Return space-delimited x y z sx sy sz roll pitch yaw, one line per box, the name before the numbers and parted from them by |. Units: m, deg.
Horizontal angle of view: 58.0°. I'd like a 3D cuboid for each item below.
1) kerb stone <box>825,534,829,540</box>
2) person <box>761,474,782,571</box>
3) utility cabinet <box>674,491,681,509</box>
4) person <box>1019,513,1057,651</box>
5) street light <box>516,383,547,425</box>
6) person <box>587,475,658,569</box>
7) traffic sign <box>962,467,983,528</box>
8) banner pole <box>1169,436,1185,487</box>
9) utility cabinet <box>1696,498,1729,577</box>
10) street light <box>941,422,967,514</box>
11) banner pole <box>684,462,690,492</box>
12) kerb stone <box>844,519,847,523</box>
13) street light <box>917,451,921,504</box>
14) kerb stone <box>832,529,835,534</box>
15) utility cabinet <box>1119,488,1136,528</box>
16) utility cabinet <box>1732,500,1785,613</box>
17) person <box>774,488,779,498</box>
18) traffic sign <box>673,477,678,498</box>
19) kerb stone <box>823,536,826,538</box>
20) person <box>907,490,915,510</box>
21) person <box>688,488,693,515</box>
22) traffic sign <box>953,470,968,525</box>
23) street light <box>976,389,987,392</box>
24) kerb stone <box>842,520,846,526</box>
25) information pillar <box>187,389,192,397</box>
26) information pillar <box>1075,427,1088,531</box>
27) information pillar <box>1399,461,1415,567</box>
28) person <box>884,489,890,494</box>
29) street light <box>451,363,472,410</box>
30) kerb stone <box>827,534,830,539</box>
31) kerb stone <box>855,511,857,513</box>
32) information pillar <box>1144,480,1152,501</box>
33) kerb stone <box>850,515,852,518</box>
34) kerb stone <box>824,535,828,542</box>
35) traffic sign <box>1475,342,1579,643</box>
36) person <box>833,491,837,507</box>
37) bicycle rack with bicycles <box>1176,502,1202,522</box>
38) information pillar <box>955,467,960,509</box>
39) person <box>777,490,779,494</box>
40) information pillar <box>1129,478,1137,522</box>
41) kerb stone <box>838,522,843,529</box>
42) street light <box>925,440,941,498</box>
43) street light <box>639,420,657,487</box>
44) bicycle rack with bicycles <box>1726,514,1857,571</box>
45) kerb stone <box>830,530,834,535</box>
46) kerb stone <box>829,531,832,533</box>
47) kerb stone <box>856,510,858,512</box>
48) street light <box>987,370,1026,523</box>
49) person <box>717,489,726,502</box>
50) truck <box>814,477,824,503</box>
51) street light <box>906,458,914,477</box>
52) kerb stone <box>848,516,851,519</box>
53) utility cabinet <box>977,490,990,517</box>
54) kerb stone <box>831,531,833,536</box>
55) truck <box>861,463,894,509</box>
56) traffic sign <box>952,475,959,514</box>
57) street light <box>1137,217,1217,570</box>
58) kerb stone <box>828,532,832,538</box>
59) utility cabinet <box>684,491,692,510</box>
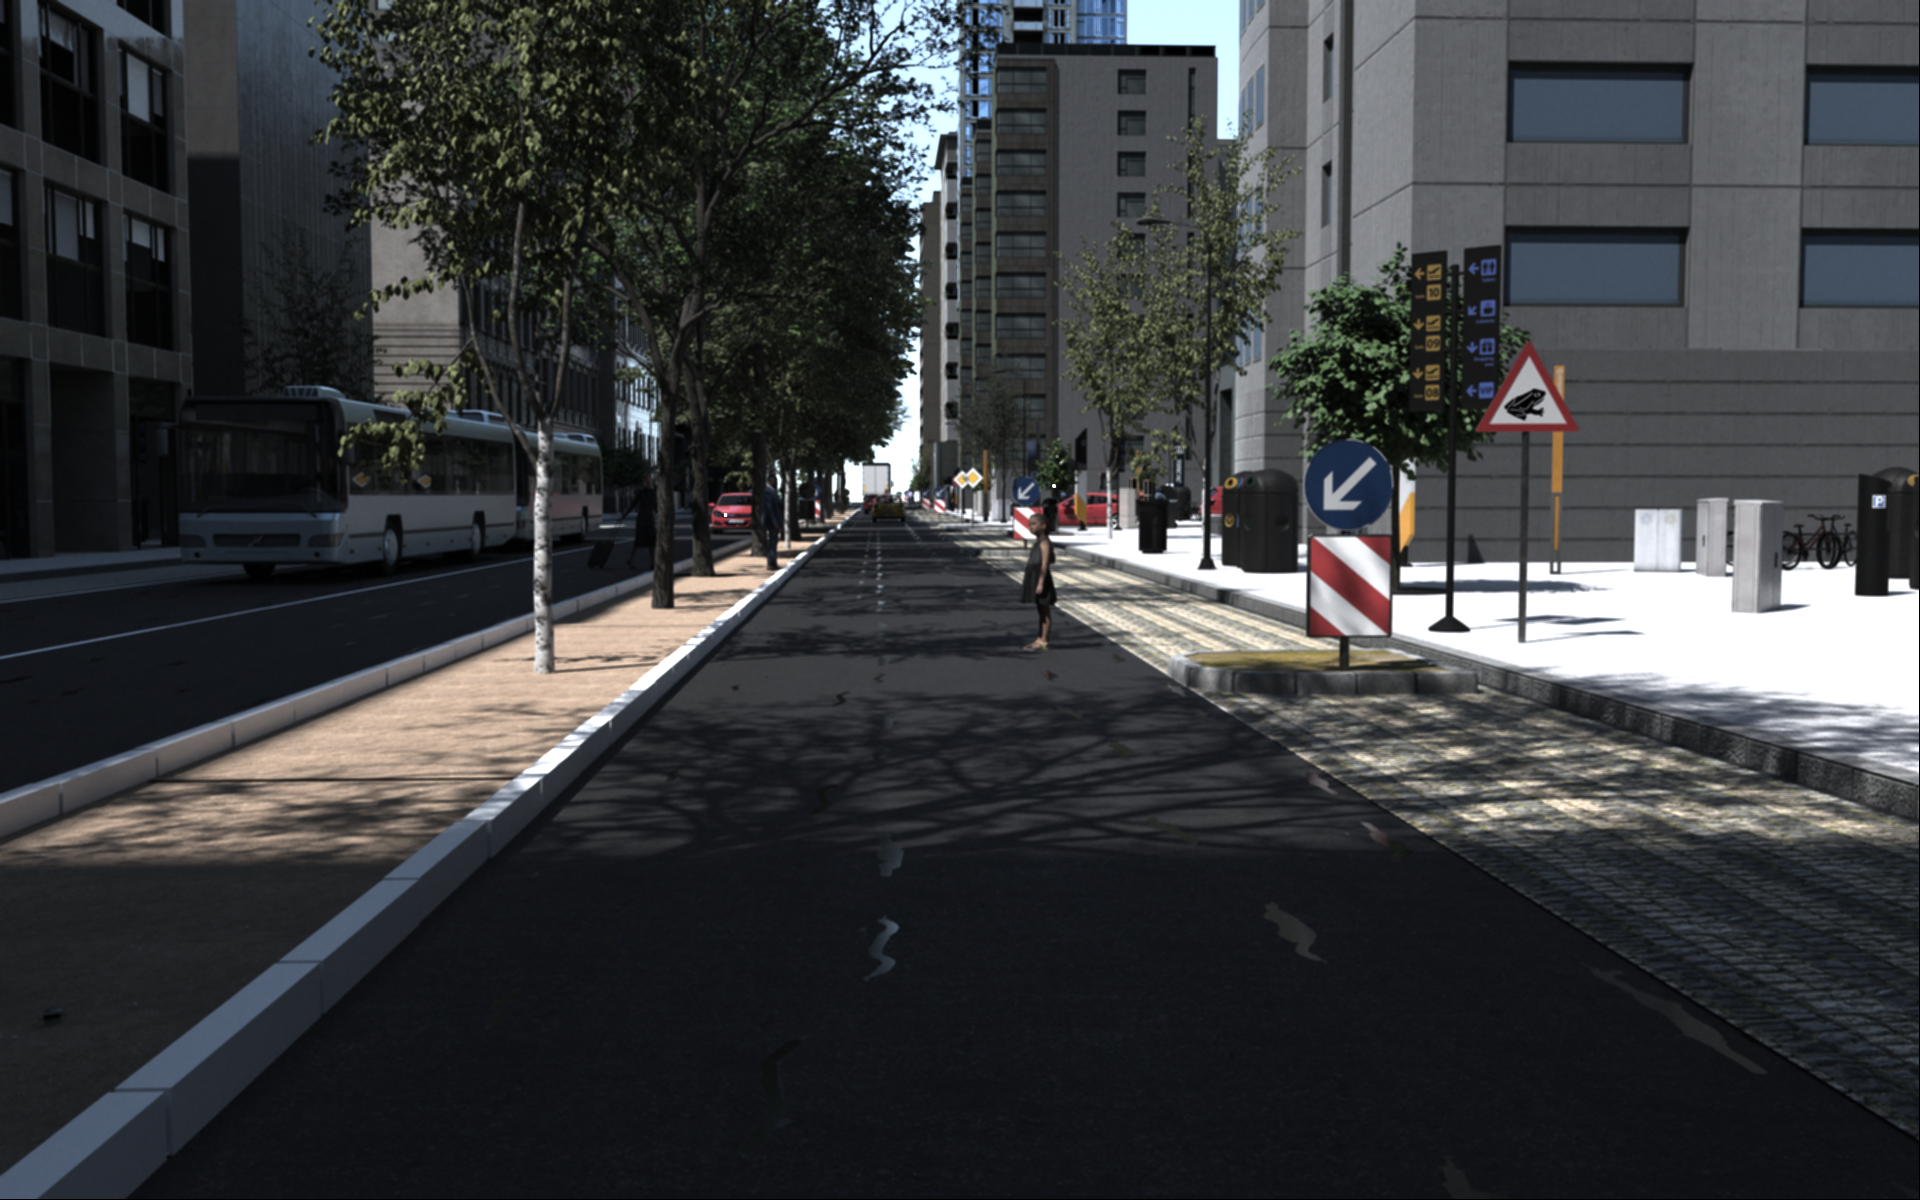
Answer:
kerb stone | -4.040 -1.784 51.360 0.120 0.150 1.000 0 4 -3
person | -3.518 -1.455 32.476 0.419 1.800 0.721 -1 4 -9
utility cabinet | -23.618 -8.303 144.433 0.318 1.500 1.173 -2 4 -32
person | 0.712 -0.167 15.908 0.373 1.253 0.362 -1 4 -11
street light | -17.897 -6.096 72.214 1.470 5.913 1.316 0 4 -3
person | -6.358 -1.503 33.285 1.509 1.804 0.699 1 4 22
traffic sign | 0.483 -3.744 64.851 0.795 2.450 0.064 0 4 -3
banner pole | 9.215 -5.149 74.206 0.863 3.779 0.401 1 4 16
utility cabinet | 11.806 -0.983 27.227 0.306 1.237 1.020 1 4 14
street light | -0.297 -8.555 112.413 1.470 5.913 1.316 0 4 -3
banner pole | -21.551 -8.956 136.455 0.401 3.779 0.863 2 4 33
kerb stone | -5.393 -3.506 79.513 0.120 0.150 1.000 0 4 -3
street light | -3.972 -13.181 188.044 1.470 5.913 1.316 0 4 -3
kerb stone | -4.382 -2.222 58.529 0.120 0.150 1.000 0 4 -3
utility cabinet | 6.223 -3.401 64.277 0.318 1.500 1.173 -1 4 -11
utility cabinet | 8.781 -0.482 19.039 0.306 1.237 1.020 3 4 38
person | -10.506 -5.470 97.732 0.655 1.846 0.447 1 4 22
traffic sign | -21.007 -7.749 126.804 0.768 2.556 0.104 0 4 3
kerb stone | -3.950 -1.655 49.309 0.120 0.150 1.000 0 4 -3
person | -4.255 -8.793 152.127 0.709 1.838 0.599 2 4 27
person | -17.976 -6.627 116.689 0.795 1.843 0.661 3 4 38
traffic sign | 0.101 -4.231 72.826 0.795 2.450 0.064 0 4 -3
street light | 1.406 -6.372 76.723 1.470 5.913 1.316 0 4 -3
kerb stone | -5.299 -3.372 77.472 0.120 0.150 1.000 0 4 -3
information pillar | -17.186 -2.897 38.724 0.183 3.616 0.504 -2 4 -26
information pillar | 4.239 -4.234 60.574 0.504 3.616 0.183 -3 4 -38
information pillar | 7.869 -2.393 30.480 0.183 3.616 0.504 -1 4 -10
person | -5.456 -7.441 130.140 0.580 1.828 0.573 1 4 21
street light | -17.245 -5.397 60.778 1.470 5.913 1.316 0 4 -3
kerb stone | -4.093 -1.844 52.381 0.120 0.150 1.000 0 4 -3
kerb stone | -7.159 -5.760 116.378 0.120 0.150 1.000 0 4 -3
information pillar | 9.912 -5.306 91.241 0.304 2.012 0.304 -3 4 -36
kerb stone | -6.132 -4.443 94.872 0.120 0.150 1.000 0 4 -3
kerb stone | -3.998 -1.721 50.330 0.120 0.150 1.000 0 4 -3
traffic sign | 4.847 -0.909 14.870 0.884 2.594 0.081 0 4 -1
person | -13.550 -11.046 189.198 1.348 1.812 0.705 -2 4 -24
bicycle rack with bicycles | 11.530 -4.167 81.518 2.925 0.926 2.852 -1 4 -14
information pillar | -0.233 -9.519 146.984 0.504 3.616 0.183 -2 4 -33
person | -15.276 -8.304 144.692 0.534 1.772 0.576 -1 4 -19
information pillar | 7.928 -4.579 79.356 0.304 2.012 0.304 -1 4 -19
kerb stone | -5.045 -3.067 72.354 0.120 0.150 1.000 0 4 -3
street light | -2.265 -10.989 152.205 1.470 5.913 1.316 0 4 -3
street light | -19.606 -8.347 109.014 1.470 5.913 1.316 0 4 -3
bicycle rack with bicycles | 14.627 -1.041 30.398 2.925 0.926 2.852 -1 4 -19
kerb stone | -4.339 -2.159 57.508 0.120 0.150 1.000 0 4 -3
kerb stone | -4.240 -2.034 55.459 0.120 0.150 1.000 0 4 -3
kerb stone | -7.352 -6.011 120.482 0.120 0.150 1.000 0 4 -3
street light | 1.873 -5.647 64.867 1.470 5.913 1.316 0 4 -3
person | -15.767 -6.497 115.077 0.716 1.782 0.532 -2 4 -26
truck | -23.464 -18.192 286.349 2.839 4.237 11.283 0 4 -4
street light | -6.250 -16.060 235.123 1.470 5.913 1.316 0 4 -3
kerb stone | -5.940 -4.195 90.783 0.120 0.150 1.000 0 4 -3
utility cabinet | 1.308 -5.459 97.931 0.318 1.500 1.173 2 4 23
kerb stone | -4.292 -2.097 56.487 0.120 0.150 1.000 0 4 -3
truck | -7.609 -10.420 159.273 2.839 4.237 11.283 0 4 -1
traffic sign | -0.143 -6.982 114.260 0.768 2.556 0.104 0 4 1
street light | 3.664 -3.471 29.284 1.470 5.913 1.316 0 4 -3
kerb stone | -4.190 -1.972 54.438 0.120 0.150 1.000 0 4 -3
utility cabinet | -21.141 -7.753 135.444 0.318 1.500 1.173 1 4 21
